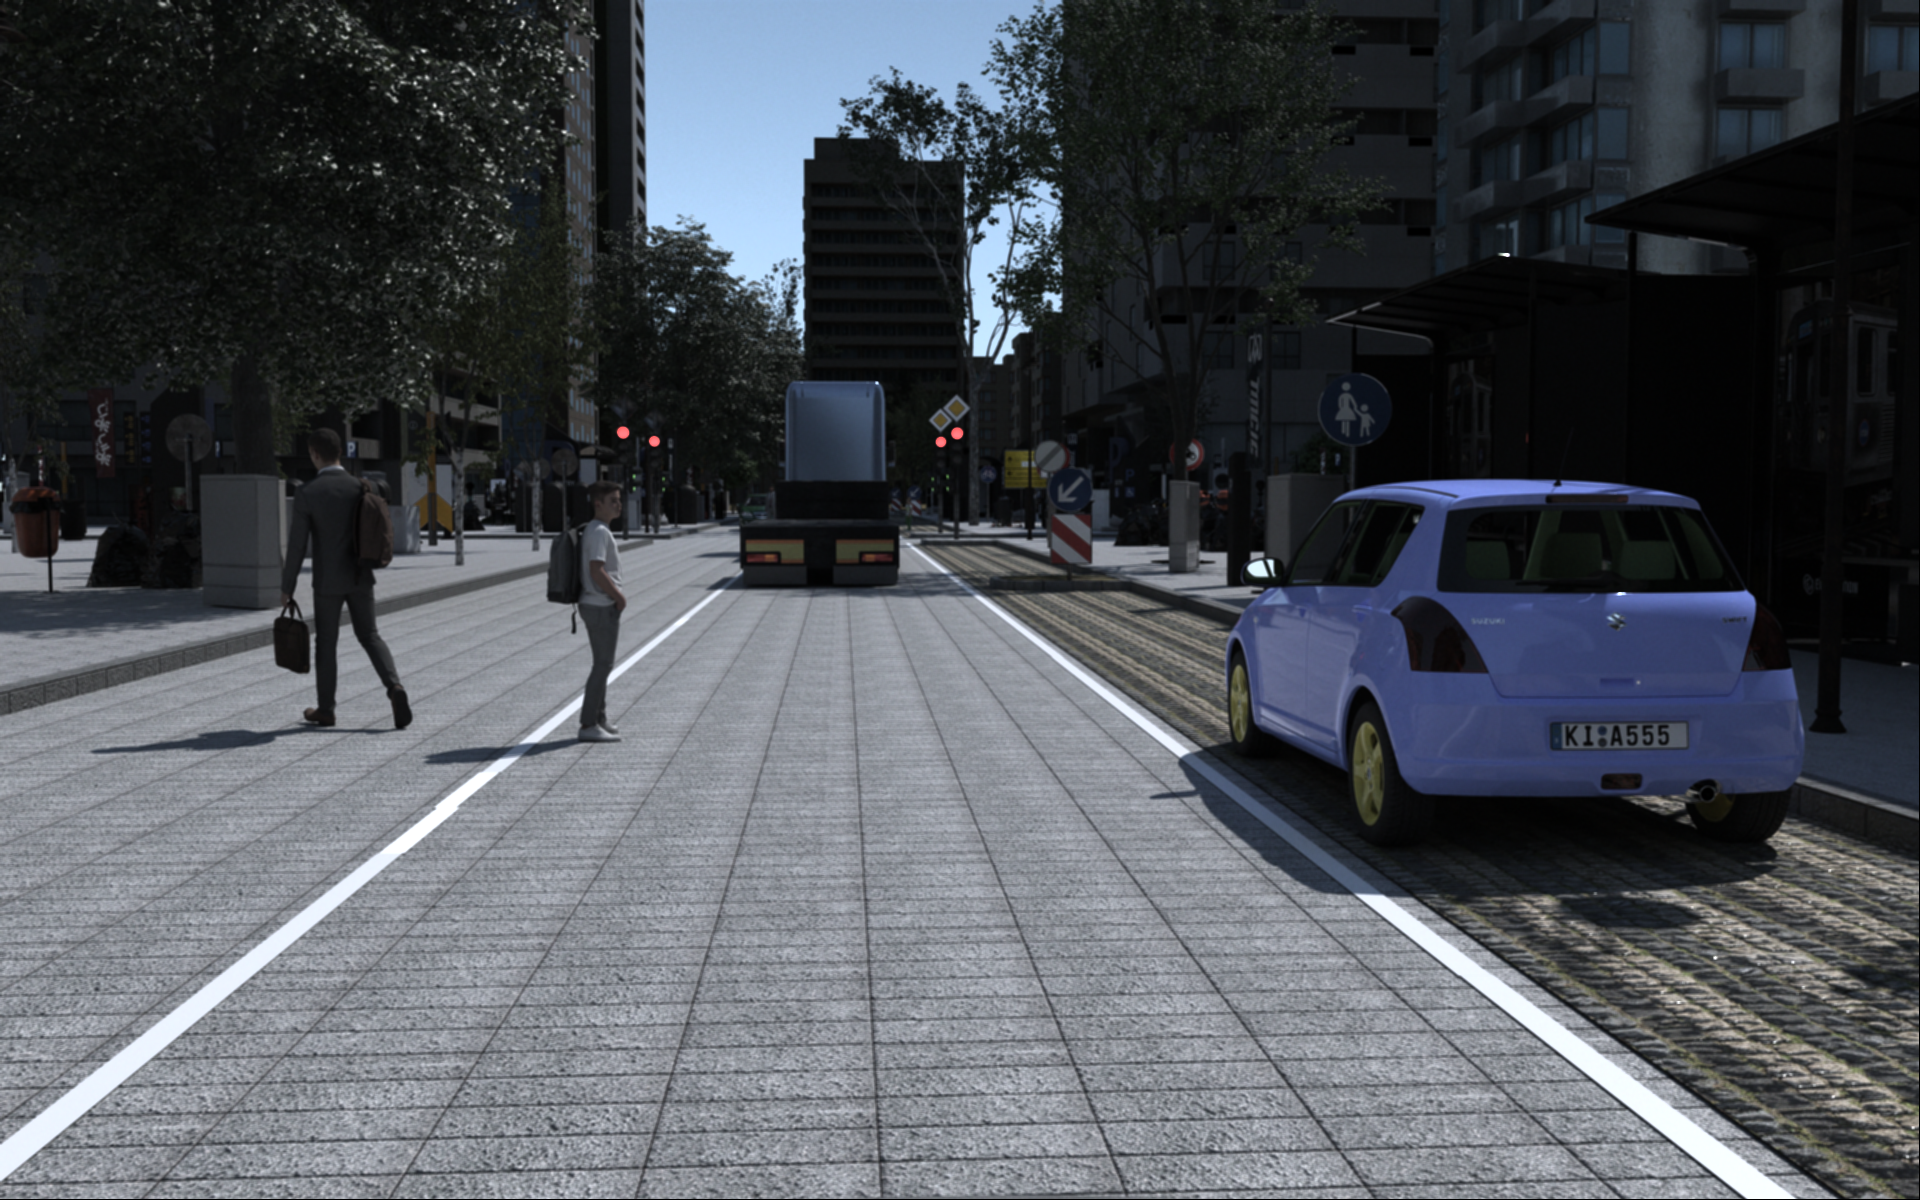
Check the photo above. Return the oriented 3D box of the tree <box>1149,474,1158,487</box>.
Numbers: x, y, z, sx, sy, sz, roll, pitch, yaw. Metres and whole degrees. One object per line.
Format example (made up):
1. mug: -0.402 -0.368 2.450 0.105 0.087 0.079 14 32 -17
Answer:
1. tree: 9.134 -5.769 88.918 1.663 3.219 1.824 0 3 0

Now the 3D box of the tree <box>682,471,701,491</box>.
1. tree: -19.889 -8.152 127.881 1.663 3.219 1.824 0 3 0

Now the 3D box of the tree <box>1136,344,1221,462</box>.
1. tree: 10.807 -8.178 84.081 4.360 8.622 3.978 0 3 0

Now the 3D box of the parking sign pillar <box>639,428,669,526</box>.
1. parking sign pillar: -12.633 -5.023 70.592 1.447 3.967 1.447 1 4 14

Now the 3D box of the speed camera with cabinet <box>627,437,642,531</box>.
1. speed camera with cabinet: -11.524 -4.072 60.914 0.660 3.252 2.038 -1 4 -12

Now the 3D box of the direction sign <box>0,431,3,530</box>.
1. direction sign: -34.728 -4.309 62.441 0.876 3.537 0.379 3 4 38

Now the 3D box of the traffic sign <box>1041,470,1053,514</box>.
1. traffic sign: 2.390 -2.625 45.051 0.606 2.300 0.079 0 4 5

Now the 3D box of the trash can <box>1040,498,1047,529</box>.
1. trash can: 3.314 -3.201 63.988 0.748 1.137 0.748 0 3 0

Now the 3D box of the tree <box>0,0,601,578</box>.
1. tree: -8.762 -7.010 21.265 9.857 13.997 8.962 0 3 0

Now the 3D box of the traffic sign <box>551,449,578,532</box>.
1. traffic sign: -11.074 -2.958 48.473 0.768 2.556 0.104 0 4 5

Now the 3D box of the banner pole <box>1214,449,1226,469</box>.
1. banner pole: 14.445 -6.487 96.073 0.863 3.779 0.401 2 4 31

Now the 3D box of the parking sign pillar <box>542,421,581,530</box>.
1. parking sign pillar: -14.401 -4.533 62.585 1.447 3.967 1.447 0 4 -2

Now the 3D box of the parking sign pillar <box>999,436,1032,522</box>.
1. parking sign pillar: 2.787 -5.643 80.742 1.447 3.967 1.447 2 4 27

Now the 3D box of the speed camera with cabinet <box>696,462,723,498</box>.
1. speed camera with cabinet: -15.150 -6.650 103.070 2.038 3.252 0.660 0 3 0

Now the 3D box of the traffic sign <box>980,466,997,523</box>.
1. traffic sign: 1.264 -4.749 77.748 0.768 2.556 0.104 0 4 2

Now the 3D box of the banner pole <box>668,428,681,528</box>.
1. banner pole: -10.872 -4.620 65.561 0.401 3.779 0.863 1 4 18

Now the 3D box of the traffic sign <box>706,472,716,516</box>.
1. traffic sign: -14.595 -6.159 100.812 0.768 2.556 0.104 0 3 0

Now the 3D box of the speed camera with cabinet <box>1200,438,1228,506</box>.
1. speed camera with cabinet: 8.555 -4.078 61.014 2.038 3.252 0.660 1 4 8

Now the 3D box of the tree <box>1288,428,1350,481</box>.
1. tree: 17.215 -5.972 81.348 4.285 4.588 4.351 0 3 0

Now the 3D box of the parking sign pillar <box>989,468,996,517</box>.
1. parking sign pillar: 2.251 -6.682 97.721 1.447 3.967 1.447 1 4 16

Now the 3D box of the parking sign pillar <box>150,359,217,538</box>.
1. parking sign pillar: -15.650 -2.842 34.934 1.447 3.967 1.447 1 4 21

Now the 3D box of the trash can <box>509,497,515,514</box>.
1. trash can: -20.503 -4.187 80.106 0.748 1.137 0.748 0 3 0

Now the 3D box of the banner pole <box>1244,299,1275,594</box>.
1. banner pole: 3.896 -1.988 22.514 0.401 3.779 0.863 -1 4 -17

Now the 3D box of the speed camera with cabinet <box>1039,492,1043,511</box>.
1. speed camera with cabinet: 5.139 -8.249 129.201 2.038 3.252 0.660 0 4 1

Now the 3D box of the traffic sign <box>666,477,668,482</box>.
1. traffic sign: -17.376 -6.384 104.480 0.768 2.556 0.104 0 4 1

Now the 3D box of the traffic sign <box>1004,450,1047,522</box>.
1. traffic sign: 3.151 -5.246 79.648 2.265 3.308 0.079 0 4 -1

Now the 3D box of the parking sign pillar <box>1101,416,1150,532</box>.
1. parking sign pillar: 5.518 -4.304 58.847 1.447 3.967 1.447 -1 4 -18

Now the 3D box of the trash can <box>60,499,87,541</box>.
1. trash can: -24.532 -2.215 47.875 0.748 1.137 0.748 0 3 0

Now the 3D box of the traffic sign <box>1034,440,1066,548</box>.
1. traffic sign: 2.127 -2.511 41.164 0.768 2.556 0.104 0 4 -2

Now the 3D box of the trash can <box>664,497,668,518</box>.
1. trash can: -15.548 -4.979 93.065 0.748 1.137 0.748 0 3 0

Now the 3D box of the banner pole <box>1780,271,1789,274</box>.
1. banner pole: 8.200 -1.676 17.419 0.401 3.779 0.863 1 4 14

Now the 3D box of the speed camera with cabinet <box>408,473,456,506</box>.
1. speed camera with cabinet: -23.337 -5.029 76.559 2.038 3.252 0.660 -1 4 -13

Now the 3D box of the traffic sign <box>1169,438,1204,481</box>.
1. traffic sign: 4.994 -2.333 38.245 0.768 2.556 0.104 0 4 1

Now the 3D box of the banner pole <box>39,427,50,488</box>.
1. banner pole: -34.080 -4.560 64.567 0.401 3.779 0.863 0 4 -2

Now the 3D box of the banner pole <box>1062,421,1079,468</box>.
1. banner pole: 3.738 -4.253 59.561 0.863 3.779 0.401 -2 4 -32

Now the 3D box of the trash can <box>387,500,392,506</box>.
1. trash can: -13.383 -1.711 39.633 0.748 1.137 0.748 0 3 0

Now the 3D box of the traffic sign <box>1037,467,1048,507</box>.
1. traffic sign: 2.962 -3.566 58.411 0.768 2.556 0.104 0 4 1

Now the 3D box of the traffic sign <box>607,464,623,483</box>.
1. traffic sign: -11.789 -3.505 59.428 0.606 2.300 0.079 0 4 2

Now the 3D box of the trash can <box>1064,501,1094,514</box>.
1. trash can: 2.628 -1.642 38.498 0.748 1.137 0.748 0 3 0

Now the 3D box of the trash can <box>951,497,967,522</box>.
1. trash can: -0.066 -4.678 88.146 0.748 1.137 0.748 0 3 0

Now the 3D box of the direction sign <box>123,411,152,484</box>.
1. direction sign: -22.587 -3.404 47.647 0.876 3.537 0.379 1 4 15

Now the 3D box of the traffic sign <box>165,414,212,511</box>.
1. traffic sign: -12.249 -1.676 27.503 0.768 2.556 0.104 0 4 4

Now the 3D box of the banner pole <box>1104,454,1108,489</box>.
1. banner pole: 9.057 -7.181 107.427 0.401 3.779 0.863 1 4 22

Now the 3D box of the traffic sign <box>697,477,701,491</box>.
1. traffic sign: -19.367 -7.913 129.480 0.768 2.556 0.104 0 4 5

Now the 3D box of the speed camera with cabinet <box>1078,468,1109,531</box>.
1. speed camera with cabinet: 4.742 -4.088 61.179 2.038 3.252 0.660 3 5 44

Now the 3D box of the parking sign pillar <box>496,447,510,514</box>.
1. parking sign pillar: -24.252 -6.331 91.992 1.447 3.967 1.447 0 4 -1

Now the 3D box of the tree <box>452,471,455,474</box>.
1. tree: -24.038 -5.213 79.837 1.663 3.219 1.824 0 3 0

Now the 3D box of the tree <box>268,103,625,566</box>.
1. tree: -8.916 -4.938 31.104 4.737 8.622 4.395 0 3 0

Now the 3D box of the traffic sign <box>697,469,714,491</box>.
1. traffic sign: -12.911 -5.366 87.738 0.884 2.594 0.081 0 4 -2

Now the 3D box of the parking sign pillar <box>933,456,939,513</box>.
1. parking sign pillar: -1.542 -7.898 117.606 1.447 3.967 1.447 1 4 8

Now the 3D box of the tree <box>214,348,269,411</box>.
1. tree: -26.305 -7.057 65.739 4.737 8.622 4.395 0 3 0

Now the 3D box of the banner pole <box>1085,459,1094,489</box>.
1. banner pole: 9.160 -8.153 123.320 0.863 3.779 0.401 0 4 6

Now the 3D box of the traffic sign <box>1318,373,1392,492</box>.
1. traffic sign: 4.157 -1.114 18.320 0.768 2.556 0.104 0 4 4

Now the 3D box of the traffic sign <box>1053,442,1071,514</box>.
1. traffic sign: 2.305 -2.573 42.171 0.768 2.556 0.104 0 4 -3

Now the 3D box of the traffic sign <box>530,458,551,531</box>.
1. traffic sign: -14.754 -3.713 60.817 0.768 2.556 0.104 0 4 -3

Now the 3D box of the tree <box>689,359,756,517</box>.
1. tree: -12.955 -8.641 91.649 4.360 8.622 3.978 0 3 0

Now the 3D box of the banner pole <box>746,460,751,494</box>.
1. banner pole: -16.317 -8.529 129.471 0.863 3.779 0.401 -3 4 -38

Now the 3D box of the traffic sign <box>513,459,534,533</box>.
1. traffic sign: -14.327 -3.413 56.987 0.795 2.450 0.064 0 4 6

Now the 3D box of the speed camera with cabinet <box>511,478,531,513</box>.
1. speed camera with cabinet: -30.448 -7.753 121.090 0.660 3.252 2.038 2 4 31
